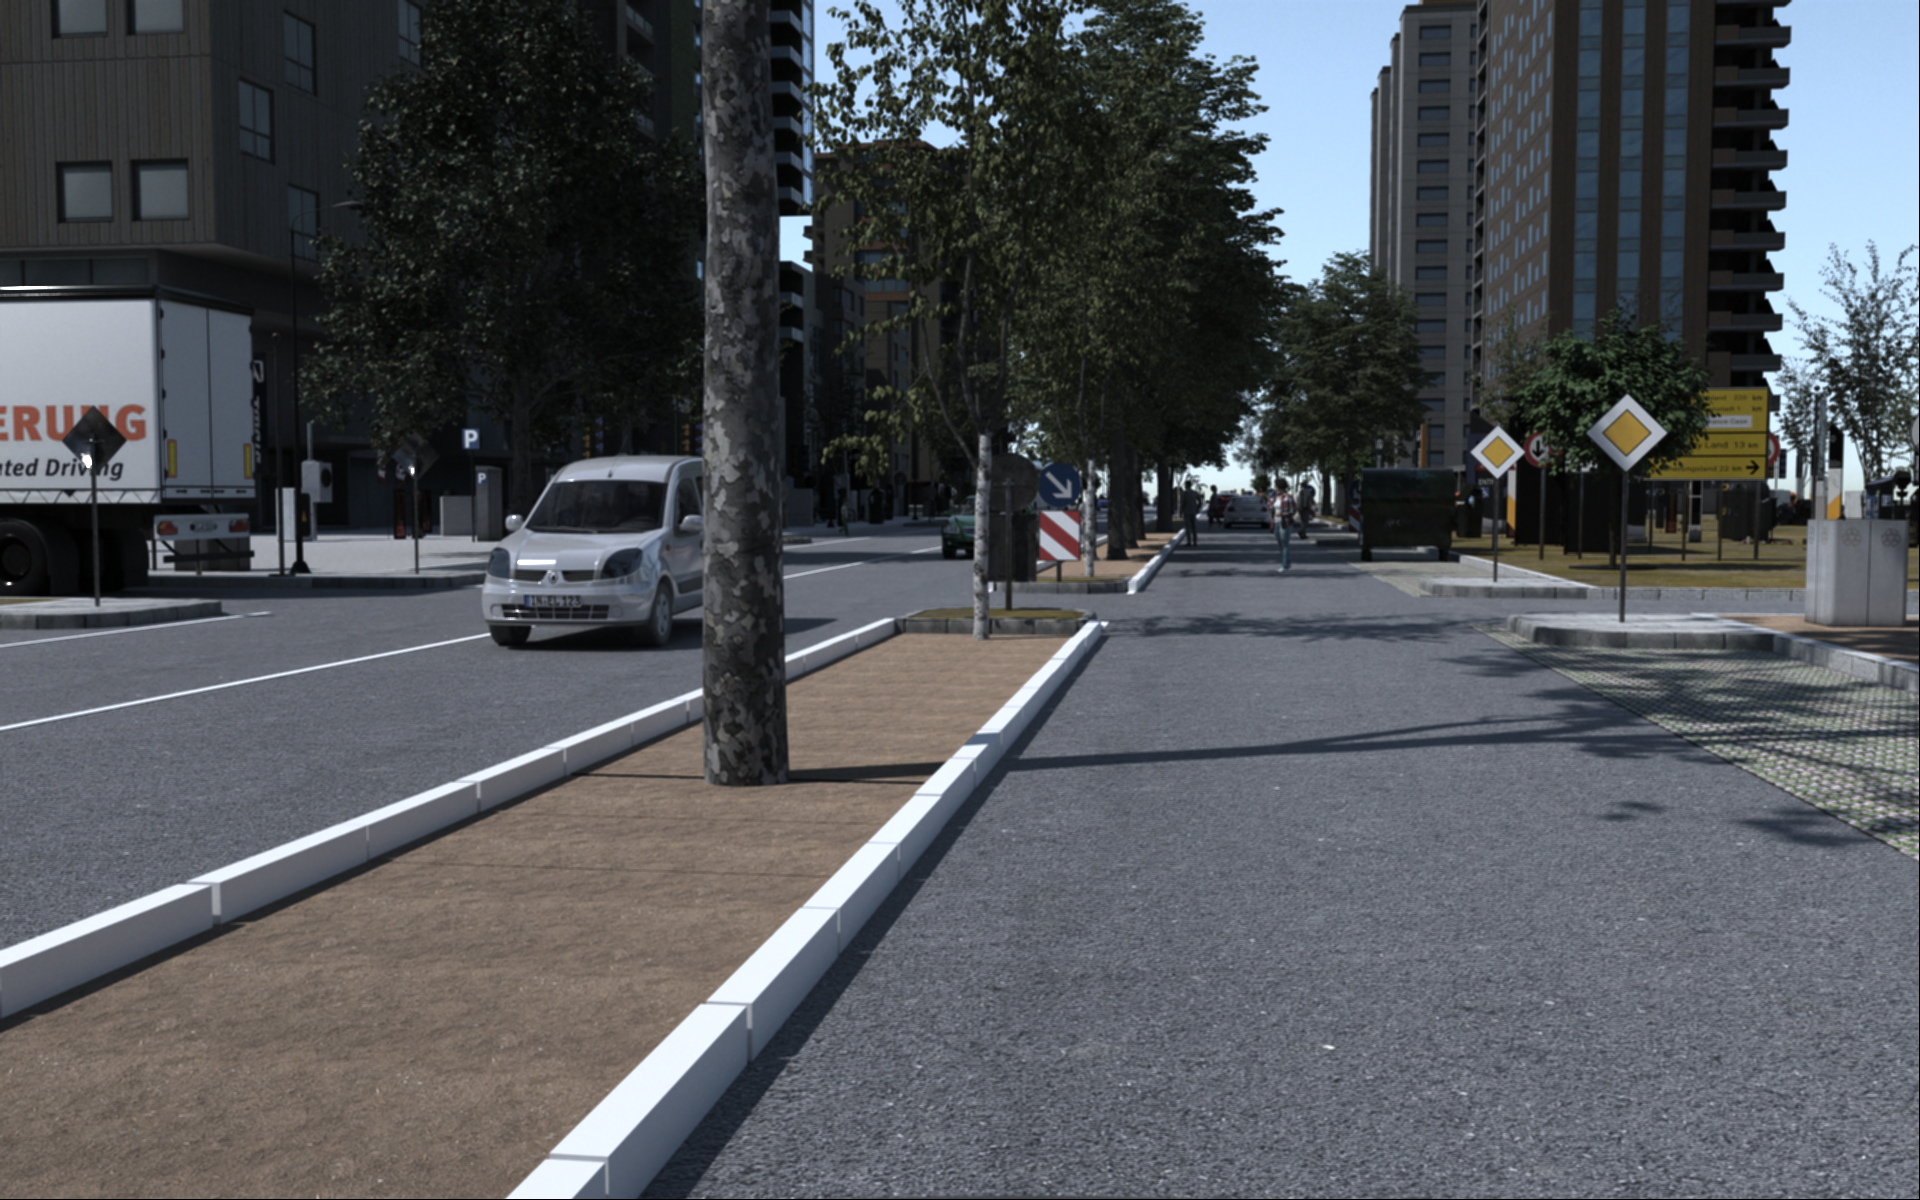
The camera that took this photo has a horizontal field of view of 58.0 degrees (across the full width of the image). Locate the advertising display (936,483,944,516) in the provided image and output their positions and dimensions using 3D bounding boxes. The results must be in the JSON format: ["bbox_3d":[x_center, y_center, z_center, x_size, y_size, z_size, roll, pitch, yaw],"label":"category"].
[{"bbox_3d":[-1.106,-5.670,97.911,0.123,1.923,0.974,1,4,20],"label":"advertising display"}]

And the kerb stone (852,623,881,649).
[{"bbox_3d":[-0.924,0.358,16.350,0.120,0.150,1.000,1,4,8],"label":"kerb stone"}]

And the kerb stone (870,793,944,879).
[{"bbox_3d":[-0.210,0.941,6.901,0.120,0.150,1.000,1,4,8],"label":"kerb stone"}]

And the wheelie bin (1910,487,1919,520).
[{"bbox_3d":[44.930,-4.481,81.167,0.693,1.594,0.980,2,4,34],"label":"wheelie bin"}]

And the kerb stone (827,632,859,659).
[{"bbox_3d":[-1.083,0.420,15.336,0.120,0.150,1.000,1,4,8],"label":"kerb stone"}]

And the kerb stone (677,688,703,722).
[{"bbox_3d":[-1.672,0.668,11.286,0.120,0.150,1.000,1,4,8],"label":"kerb stone"}]

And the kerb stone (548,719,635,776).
[{"bbox_3d":[-1.979,0.791,9.264,0.120,0.150,1.000,1,4,8],"label":"kerb stone"}]

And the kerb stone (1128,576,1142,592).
[{"bbox_3d":[2.586,-0.218,25.759,0.120,0.150,1.000,1,4,8],"label":"kerb stone"}]

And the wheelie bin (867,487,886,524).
[{"bbox_3d":[-3.547,-4.053,74.181,0.693,1.594,0.980,1,4,11],"label":"wheelie bin"}]

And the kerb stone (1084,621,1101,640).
[{"bbox_3d":[1.298,0.314,17.069,0.120,0.150,1.000,1,4,8],"label":"kerb stone"}]

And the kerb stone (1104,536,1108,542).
[{"bbox_3d":[4.127,-1.722,50.401,0.120,0.150,1.000,1,4,8],"label":"kerb stone"}]

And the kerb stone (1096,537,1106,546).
[{"bbox_3d":[3.988,-1.663,49.387,0.120,0.150,1.000,1,4,8],"label":"kerb stone"}]

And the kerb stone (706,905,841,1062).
[{"bbox_3d":[-0.510,1.060,4.870,0.120,0.150,1.000,1,4,8],"label":"kerb stone"}]

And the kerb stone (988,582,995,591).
[{"bbox_3d":[0.509,-0.236,26.059,0.120,0.150,1.000,1,4,8],"label":"kerb stone"}]

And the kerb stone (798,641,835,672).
[{"bbox_3d":[-1.224,0.482,14.322,0.120,0.150,1.000,1,4,8],"label":"kerb stone"}]

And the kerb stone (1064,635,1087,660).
[{"bbox_3d":[0.986,0.439,15.034,0.120,0.150,1.000,1,4,8],"label":"kerb stone"}]

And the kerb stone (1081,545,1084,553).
[{"bbox_3d":[3.235,-1.351,44.333,0.120,0.150,1.000,1,4,8],"label":"kerb stone"}]

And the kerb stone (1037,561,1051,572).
[{"bbox_3d":[1.580,-0.670,33.181,0.120,0.150,1.000,1,4,8],"label":"kerb stone"}]

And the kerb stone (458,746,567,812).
[{"bbox_3d":[-2.131,0.855,8.250,0.120,0.150,1.000,1,4,8],"label":"kerb stone"}]

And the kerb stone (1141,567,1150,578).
[{"bbox_3d":[3.038,-0.403,28.794,0.120,0.150,1.000,1,4,8],"label":"kerb stone"}]

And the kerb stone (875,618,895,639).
[{"bbox_3d":[-0.781,0.296,17.363,0.120,0.150,1.000,1,4,8],"label":"kerb stone"}]

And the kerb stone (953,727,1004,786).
[{"bbox_3d":[0.090,0.812,8.923,0.120,0.150,1.000,1,4,8],"label":"kerb stone"}]

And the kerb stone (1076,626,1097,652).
[{"bbox_3d":[1.147,0.379,16.052,0.120,0.150,1.000,1,4,8],"label":"kerb stone"}]

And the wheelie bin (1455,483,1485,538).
[{"bbox_3d":[14.899,-2.609,50.557,0.693,1.594,0.980,-1,4,-10],"label":"wheelie bin"}]

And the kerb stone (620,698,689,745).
[{"bbox_3d":[-1.831,0.731,10.276,0.120,0.150,1.000,1,4,8],"label":"kerb stone"}]

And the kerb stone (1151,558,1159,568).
[{"bbox_3d":[3.646,-0.646,32.864,0.120,0.150,1.000,1,4,8],"label":"kerb stone"}]

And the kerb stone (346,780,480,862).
[{"bbox_3d":[-2.286,0.919,7.236,0.120,0.150,1.000,1,4,8],"label":"kerb stone"}]

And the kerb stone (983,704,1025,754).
[{"bbox_3d":[0.242,0.750,9.940,0.120,0.150,1.000,1,4,8],"label":"kerb stone"}]

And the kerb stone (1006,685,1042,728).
[{"bbox_3d":[0.392,0.687,10.956,0.120,0.150,1.000,1,4,8],"label":"kerb stone"}]

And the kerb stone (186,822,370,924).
[{"bbox_3d":[-2.429,0.977,6.223,0.120,0.150,1.000,1,4,8],"label":"kerb stone"}]

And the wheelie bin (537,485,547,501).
[{"bbox_3d":[-13.835,-3.081,58.290,0.693,1.594,0.980,-2,4,-35],"label":"wheelie bin"}]

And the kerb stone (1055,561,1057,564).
[{"bbox_3d":[1.879,-0.796,35.207,0.120,0.150,1.000,1,4,8],"label":"kerb stone"}]

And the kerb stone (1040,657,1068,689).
[{"bbox_3d":[0.689,0.569,12.991,0.120,0.150,1.000,1,4,8],"label":"kerb stone"}]

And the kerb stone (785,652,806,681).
[{"bbox_3d":[-1.377,0.543,13.311,0.120,0.150,1.000,1,4,8],"label":"kerb stone"}]

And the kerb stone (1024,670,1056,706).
[{"bbox_3d":[0.540,0.625,11.979,0.120,0.150,1.000,1,4,8],"label":"kerb stone"}]

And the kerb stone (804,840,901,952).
[{"bbox_3d":[-0.360,1.001,5.889,0.120,0.150,1.000,1,4,8],"label":"kerb stone"}]

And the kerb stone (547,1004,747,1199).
[{"bbox_3d":[-0.667,1.122,3.859,0.120,0.150,1.000,1,4,8],"label":"kerb stone"}]

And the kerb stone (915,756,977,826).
[{"bbox_3d":[-0.064,0.875,7.912,0.120,0.150,1.000,1,4,8],"label":"kerb stone"}]

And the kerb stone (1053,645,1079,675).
[{"bbox_3d":[0.843,0.501,14.012,0.120,0.150,1.000,1,4,8],"label":"kerb stone"}]

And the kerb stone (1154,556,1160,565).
[{"bbox_3d":[3.792,-0.714,33.875,0.120,0.150,1.000,1,4,8],"label":"kerb stone"}]

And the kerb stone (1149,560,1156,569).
[{"bbox_3d":[3.485,-0.588,31.842,0.120,0.150,1.000,1,4,8],"label":"kerb stone"}]

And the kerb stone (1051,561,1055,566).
[{"bbox_3d":[1.719,-0.733,34.198,0.120,0.150,1.000,1,4,8],"label":"kerb stone"}]

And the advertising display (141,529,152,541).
[{"bbox_3d":[-22.270,-2.585,47.484,0.974,1.923,0.123,-1,4,-13],"label":"advertising display"}]

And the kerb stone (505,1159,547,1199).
[{"bbox_3d":[-0.813,1.184,2.843,0.120,0.150,1.000,1,4,8],"label":"kerb stone"}]

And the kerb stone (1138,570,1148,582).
[{"bbox_3d":[2.896,-0.339,27.779,0.120,0.150,1.000,1,4,8],"label":"kerb stone"}]

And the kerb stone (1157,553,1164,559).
[{"bbox_3d":[4.103,-0.838,35.900,0.120,0.150,1.000,1,4,8],"label":"kerb stone"}]

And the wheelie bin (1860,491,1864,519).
[{"bbox_3d":[42.084,-4.414,80.082,0.980,1.594,0.693,-1,4,-21],"label":"wheelie bin"}]

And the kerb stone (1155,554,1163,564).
[{"bbox_3d":[3.954,-0.775,34.889,0.120,0.150,1.000,1,4,8],"label":"kerb stone"}]

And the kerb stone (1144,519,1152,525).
[{"bbox_3d":[9.099,-3.770,83.837,0.120,0.150,1.000,1,4,8],"label":"kerb stone"}]

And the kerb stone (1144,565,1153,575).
[{"bbox_3d":[3.193,-0.465,29.804,0.120,0.150,1.000,1,4,8],"label":"kerb stone"}]

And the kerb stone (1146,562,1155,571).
[{"bbox_3d":[3.339,-0.528,30.823,0.120,0.150,1.000,1,4,8],"label":"kerb stone"}]

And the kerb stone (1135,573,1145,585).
[{"bbox_3d":[2.735,-0.280,26.770,0.120,0.150,1.000,1,4,8],"label":"kerb stone"}]

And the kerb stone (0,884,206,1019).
[{"bbox_3d":[-2.585,1.040,5.196,0.120,0.150,1.000,1,4,8],"label":"kerb stone"}]
